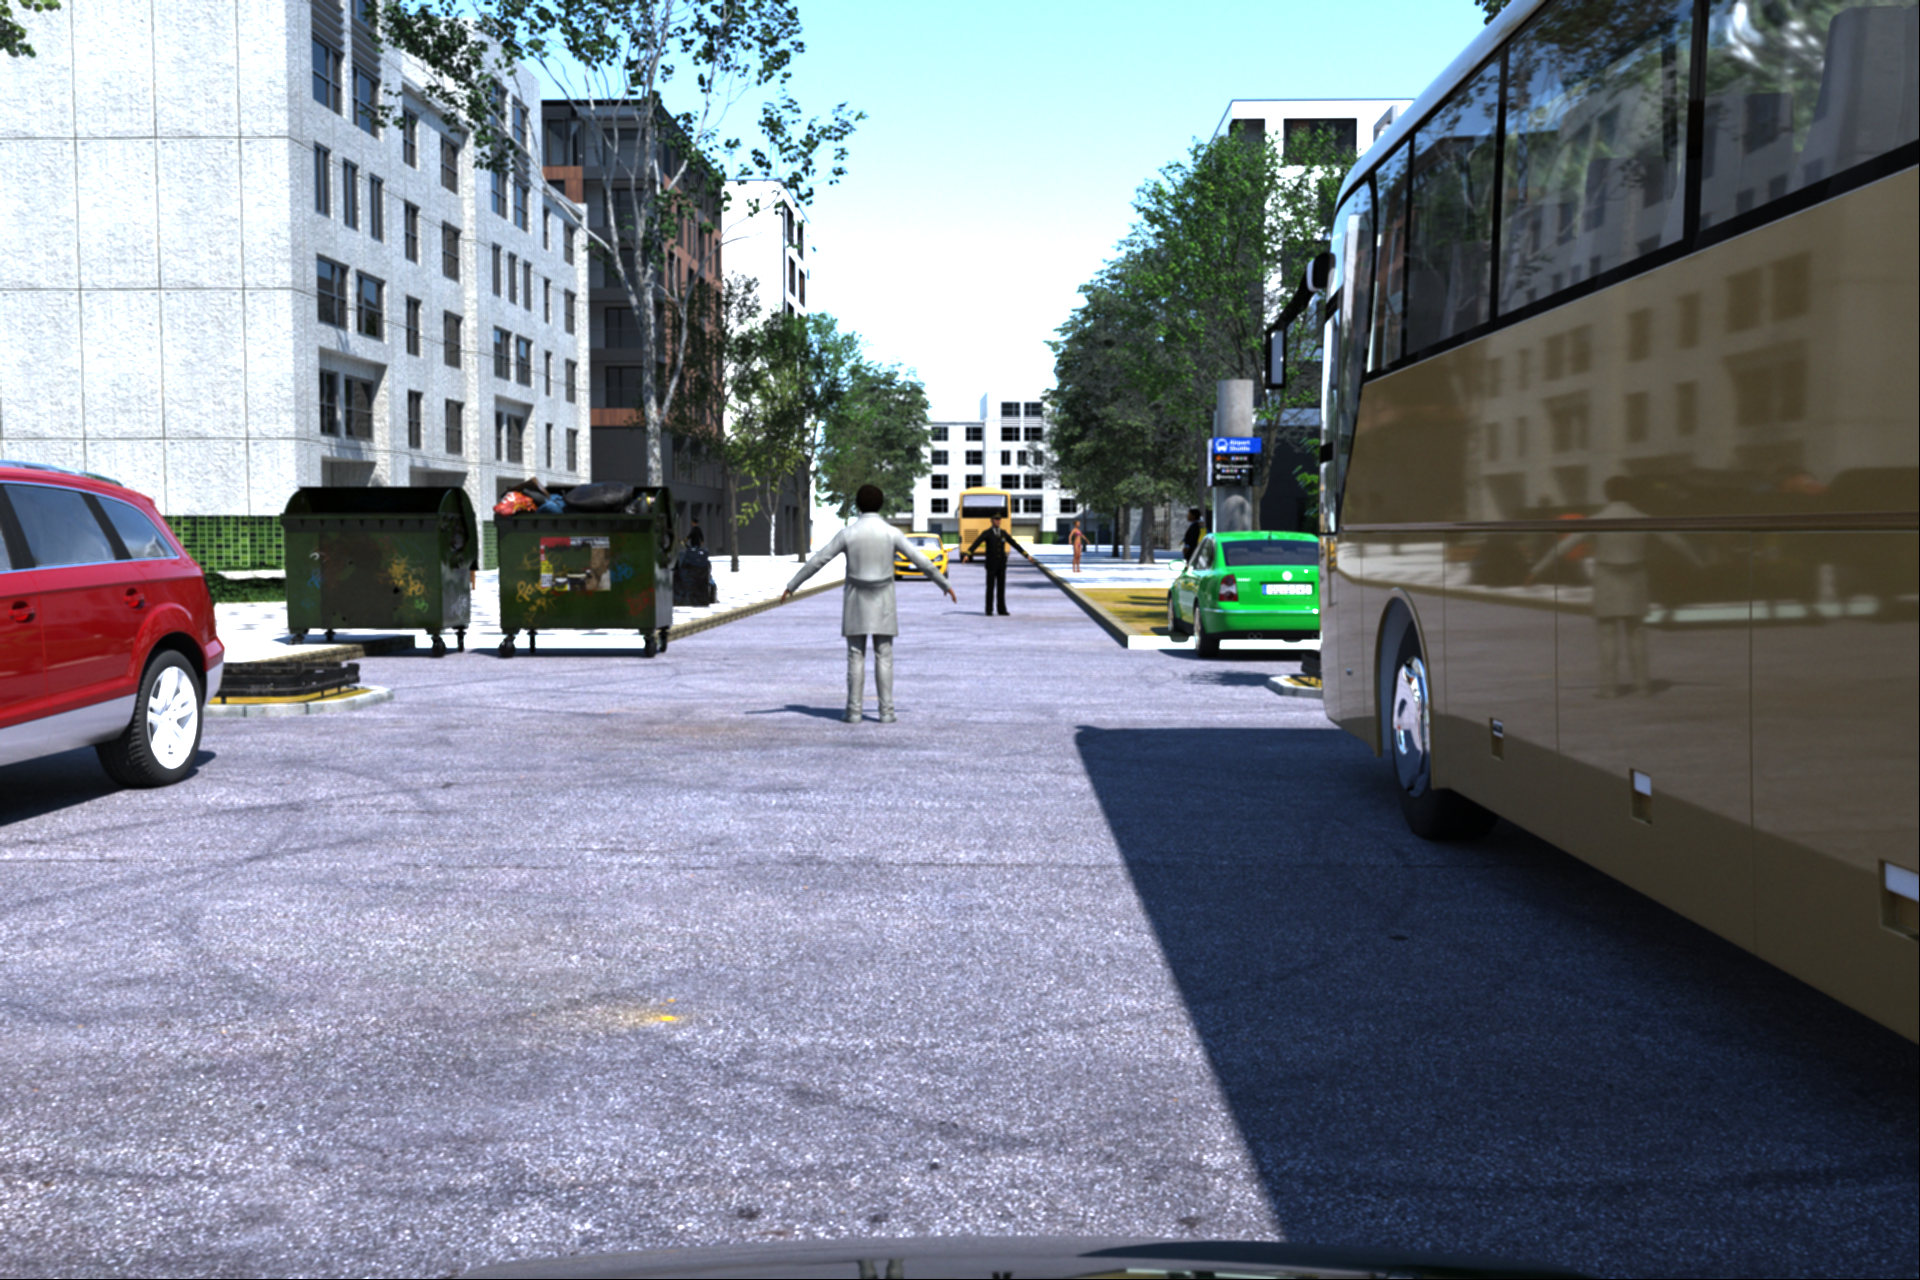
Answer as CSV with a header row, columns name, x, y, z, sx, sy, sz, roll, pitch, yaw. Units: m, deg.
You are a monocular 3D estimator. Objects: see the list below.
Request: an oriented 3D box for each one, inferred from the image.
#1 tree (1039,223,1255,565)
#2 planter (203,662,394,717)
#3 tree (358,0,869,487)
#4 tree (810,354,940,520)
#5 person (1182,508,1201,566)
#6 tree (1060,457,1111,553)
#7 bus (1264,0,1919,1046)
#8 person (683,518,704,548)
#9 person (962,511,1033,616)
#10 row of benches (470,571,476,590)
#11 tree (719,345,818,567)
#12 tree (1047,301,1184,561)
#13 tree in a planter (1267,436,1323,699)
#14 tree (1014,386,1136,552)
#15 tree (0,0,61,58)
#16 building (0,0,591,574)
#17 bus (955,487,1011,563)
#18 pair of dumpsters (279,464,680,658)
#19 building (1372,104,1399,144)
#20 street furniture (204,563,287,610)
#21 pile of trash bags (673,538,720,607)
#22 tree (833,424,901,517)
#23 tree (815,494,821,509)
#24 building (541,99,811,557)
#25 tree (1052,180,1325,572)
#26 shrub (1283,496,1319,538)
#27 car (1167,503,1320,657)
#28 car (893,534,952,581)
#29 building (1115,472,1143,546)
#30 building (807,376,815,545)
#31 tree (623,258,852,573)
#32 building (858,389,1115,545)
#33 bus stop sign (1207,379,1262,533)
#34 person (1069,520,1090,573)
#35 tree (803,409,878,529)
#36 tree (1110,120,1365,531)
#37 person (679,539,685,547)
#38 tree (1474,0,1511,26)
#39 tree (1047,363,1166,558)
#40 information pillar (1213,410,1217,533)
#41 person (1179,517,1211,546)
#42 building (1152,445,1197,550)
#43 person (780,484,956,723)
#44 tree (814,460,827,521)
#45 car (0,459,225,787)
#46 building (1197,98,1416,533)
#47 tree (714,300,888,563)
name,x,y,z,sx,sy,sz,roll,pitch,yaw
tree,7.963,-10.154,72.681,9.857,13.997,8.962,0,3,0
planter,-5.903,0.404,14.531,1.991,0.319,1.994,0,4,1
tree,-8.466,-11.366,41.726,12.611,20.169,13.585,0,3,0
tree,-6.297,-13.268,123.591,9.857,13.997,8.962,0,3,0
person,4.092,-1.486,31.023,0.721,1.740,1.216,1,4,12
tree,9.064,-10.165,116.562,4.737,8.622,4.395,0,3,0
bus,3.273,-0.815,4.877,2.896,3.916,12.252,0,4,1
person,-9.017,-3.234,58.818,0.705,1.837,1.347,1,4,21
person,0.642,-1.350,30.467,1.347,1.837,0.705,-1,4,-22
row of benches,-12.442,-1.554,40.871,1.422,0.672,4.104,-3,4,-36
tree,-7.356,-7.151,67.288,4.737,8.622,4.395,0,3,0
tree,8.117,-10.107,83.381,7.486,12.596,7.792,0,3,0
tree in a planter,3.856,-1.131,15.707,1.991,3.239,1.994,0,4,1
tree,9.202,-13.187,125.975,12.009,13.543,11.850,0,3,0
tree,-11.789,-6.525,13.344,9.857,13.997,8.962,0,3,0
building,-24.929,-11.829,59.864,16.747,18.905,31.486,0,4,2
bus,1.193,-6.007,89.766,2.896,3.916,12.252,0,3,0
pair of dumpsters,-5.614,-0.946,20.420,4.436,2.255,1.574,0,4,1
building,23.630,-13.523,77.528,16.016,20.090,11.380,0,4,1
street furniture,-14.146,-1.073,33.167,5.734,0.657,10.072,1,4,16
pile of trash bags,-5.373,-1.275,30.591,1.912,1.369,3.447,0,4,3
tree,-6.788,-9.988,113.661,4.360,8.622,3.978,0,3,0
tree,-19.605,-16.498,220.097,4.737,8.622,4.395,0,3,0
building,-24.246,-15.551,98.235,27.936,21.610,32.646,0,4,2
tree,8.273,-9.040,58.180,12.009,13.543,11.850,0,3,0
shrub,5.894,-1.456,27.845,1.661,2.075,1.752,0,3,0
car,3.644,-0.776,21.484,1.959,1.807,4.718,0,4,0
car,-1.239,-2.685,54.131,2.015,1.641,3.980,0,4,1
building,27.171,-22.091,192.110,19.493,23.208,18.063,0,4,1
building,-22.160,-20.305,188.414,16.016,20.090,11.380,0,4,2
tree,-7.422,-7.554,57.923,8.767,10.594,7.601,1,4,13
building,2.907,-21.398,218.765,31.486,18.905,16.747,0,4,-3
bus stop sign,4.714,-2.493,29.785,0.837,3.901,0.837,0,4,2
person,3.931,-3.085,57.239,0.721,1.733,1.217,3,4,36
tree,-6.124,-8.948,96.669,4.360,8.622,3.978,0,3,0
tree,7.409,-7.145,42.573,9.928,11.665,9.643,0,3,0
person,-8.464,-2.626,49.069,1.346,1.812,0.704,1,4,11
tree,10.169,-6.988,20.914,9.857,13.997,8.962,0,3,0
tree,8.468,-10.327,94.600,9.928,11.665,9.643,0,3,0
information pillar,4.935,-2.519,32.504,0.184,3.620,1.656,0,4,1
person,6.835,-2.617,49.257,1.216,1.772,0.721,0,4,3
building,25.811,-19.122,143.580,19.493,23.208,18.063,0,4,1
person,-0.689,-0.278,13.187,1.347,1.806,0.705,0,4,-6
tree,-19.899,-18.045,213.156,7.486,12.596,7.792,0,3,0
car,-5.523,0.017,8.393,2.281,1.827,5.304,0,4,1
building,27.153,-15.518,97.697,27.936,21.610,32.646,0,4,2
tree,-6.996,-9.219,76.494,9.928,11.665,9.643,0,3,0
